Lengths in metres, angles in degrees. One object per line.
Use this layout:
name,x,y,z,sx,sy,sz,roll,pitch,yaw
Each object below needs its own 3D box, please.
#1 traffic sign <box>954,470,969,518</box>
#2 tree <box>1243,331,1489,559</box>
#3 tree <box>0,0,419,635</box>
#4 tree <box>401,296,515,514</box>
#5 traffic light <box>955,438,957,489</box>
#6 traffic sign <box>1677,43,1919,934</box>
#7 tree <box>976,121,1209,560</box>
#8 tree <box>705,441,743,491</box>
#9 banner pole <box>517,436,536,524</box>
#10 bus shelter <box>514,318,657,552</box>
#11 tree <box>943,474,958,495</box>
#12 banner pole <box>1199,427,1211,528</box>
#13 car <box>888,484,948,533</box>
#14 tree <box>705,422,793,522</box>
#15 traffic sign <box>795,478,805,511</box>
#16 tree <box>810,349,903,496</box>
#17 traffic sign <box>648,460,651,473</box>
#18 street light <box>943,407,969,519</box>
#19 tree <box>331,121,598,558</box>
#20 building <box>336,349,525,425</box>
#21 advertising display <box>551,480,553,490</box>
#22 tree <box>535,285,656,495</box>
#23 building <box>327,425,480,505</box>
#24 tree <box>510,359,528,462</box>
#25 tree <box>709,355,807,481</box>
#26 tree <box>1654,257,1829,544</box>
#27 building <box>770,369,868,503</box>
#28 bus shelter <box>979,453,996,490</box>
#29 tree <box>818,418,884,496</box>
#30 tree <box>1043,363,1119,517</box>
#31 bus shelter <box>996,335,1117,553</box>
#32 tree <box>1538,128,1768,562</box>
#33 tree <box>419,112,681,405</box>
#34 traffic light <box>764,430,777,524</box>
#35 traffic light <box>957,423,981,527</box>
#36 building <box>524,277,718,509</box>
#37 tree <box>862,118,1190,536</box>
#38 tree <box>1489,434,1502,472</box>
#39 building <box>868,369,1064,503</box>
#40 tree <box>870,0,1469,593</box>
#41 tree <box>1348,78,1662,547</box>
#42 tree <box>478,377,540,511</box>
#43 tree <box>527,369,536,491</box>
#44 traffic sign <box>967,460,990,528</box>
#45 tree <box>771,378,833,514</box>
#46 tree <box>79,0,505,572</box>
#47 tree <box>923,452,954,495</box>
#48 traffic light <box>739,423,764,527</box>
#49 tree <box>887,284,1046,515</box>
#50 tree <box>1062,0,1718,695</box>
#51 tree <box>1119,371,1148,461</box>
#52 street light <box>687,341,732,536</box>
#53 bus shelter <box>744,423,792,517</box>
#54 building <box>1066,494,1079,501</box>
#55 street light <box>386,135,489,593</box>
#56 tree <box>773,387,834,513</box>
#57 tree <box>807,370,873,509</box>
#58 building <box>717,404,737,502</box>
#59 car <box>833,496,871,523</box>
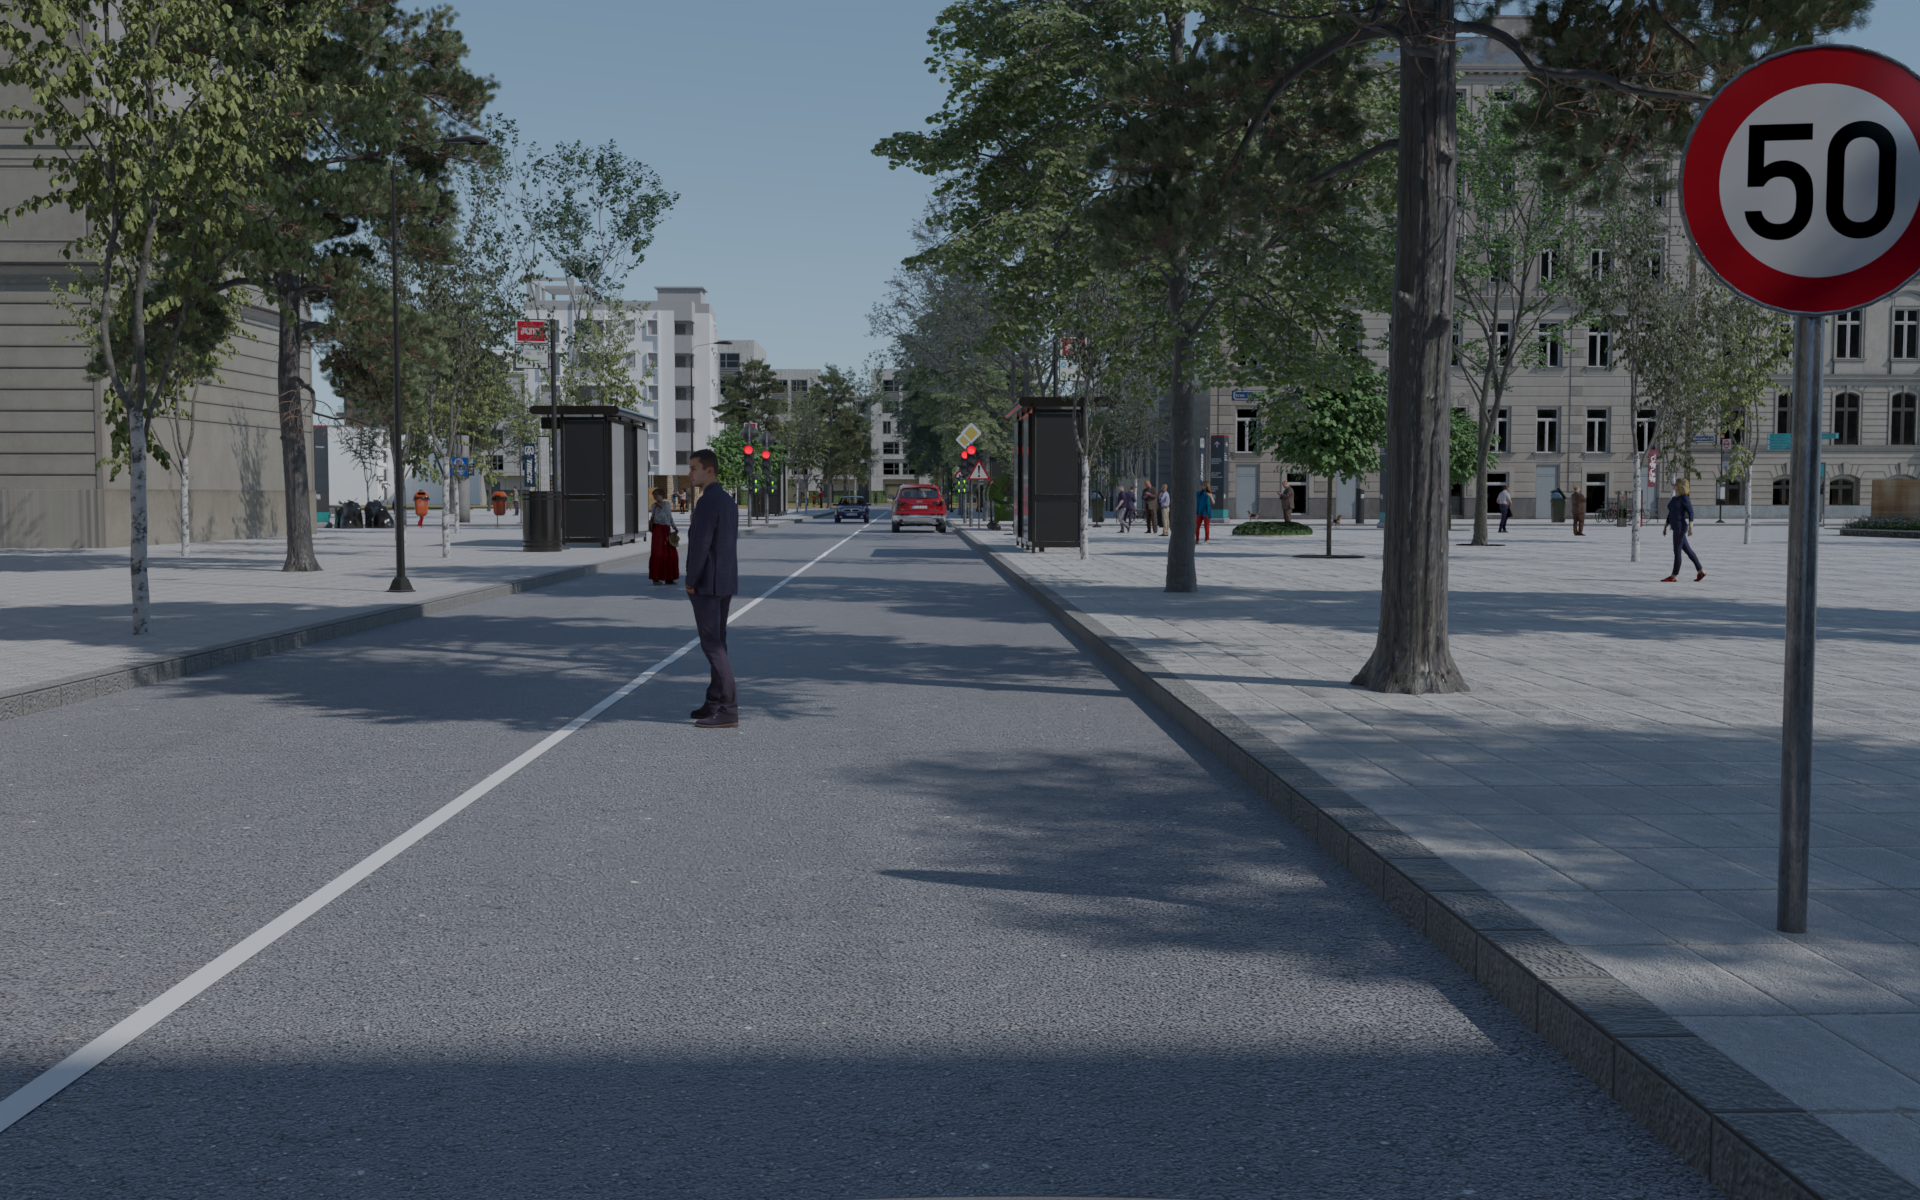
traffic sign,0.092,-5.577,91.297,0.768,2.556,0.104,0,4,7
tree,7.545,-3.132,34.917,4.285,4.588,4.351,0,3,0
tree,-7.338,-4.001,15.785,4.737,8.622,4.395,0,3,0
tree,-32.093,-12.370,109.677,7.806,13.903,7.818,0,3,0
traffic light,0.195,-5.266,75.341,0.839,4.213,0.868,0,4,-2
traffic sign,2.446,-0.300,5.015,0.768,2.556,0.104,1,4,8
tree,2.673,-5.097,33.702,4.360,8.622,3.978,0,3,0
tree,-8.887,-4.182,62.970,1.663,3.219,1.824,0,3,0
banner pole,-18.800,-5.199,75.025,0.863,3.779,0.401,-2,4,-24
bus shelter,-9.160,-3.961,42.399,2.179,5.291,8.768,0,4,-1
tree,-0.975,-9.263,146.048,1.663,3.219,1.824,0,3,0
banner pole,9.119,-4.576,64.837,0.401,3.779,0.863,2,4,30
car,-1.586,-3.487,65.692,2.281,1.827,5.304,0,4,-2
tree,-10.190,-5.807,78.664,4.285,4.588,4.351,0,3,0
traffic sign,-12.222,-8.092,132.314,0.884,2.594,0.081,1,4,8
tree,-12.237,-22.555,224.666,12.611,20.169,13.585,0,3,0
traffic sign,-10.283,-3.384,55.438,0.768,2.556,0.104,0,4,6
street light,-0.258,-7.180,89.939,1.470,5.913,1.316,0,4,-2
tree,-10.292,-5.176,34.982,4.360,8.622,3.978,0,3,0
building,-72.725,-25.276,257.236,32.646,21.610,27.936,0,4,-2
advertising display,-18.527,-4.450,77.969,0.123,1.923,0.974,1,4,18
tree,-12.712,-6.794,61.441,4.737,8.622,4.395,0,3,0
building,-69.418,-16.410,210.455,28.070,9.664,9.099,0,4,-2
tree,-15.203,-5.927,47.269,4.737,8.622,4.395,0,3,0
tree,-16.155,-13.105,136.316,6.751,12.117,7.091,0,3,0
tree,19.936,-5.738,44.183,4.737,8.622,4.395,0,3,0
building,-28.545,-23.657,253.241,31.486,18.905,16.747,0,4,-2
bus shelter,2.195,-7.080,93.391,2.179,5.291,8.768,0,4,-2
tree,-12.384,-15.761,192.098,8.767,10.594,7.601,-2,4,-33
tree,5.920,-8.708,92.739,4.737,8.622,4.395,0,3,0
bus shelter,2.231,-3.911,41.573,2.179,5.291,8.768,0,4,-2
tree,12.953,-5.014,32.347,4.360,8.622,3.978,0,3,0
tree,-20.823,-14.147,87.189,12.611,20.169,13.585,0,3,0
traffic light,-8.363,-5.251,75.095,0.839,4.213,0.868,0,4,-2
traffic light,0.411,-4.778,67.359,0.839,4.213,0.868,0,4,-2
building,-29.833,-18.302,155.655,16.016,20.091,11.380,0,4,-2
tree,2.089,-8.772,53.785,12.009,13.543,11.850,0,3,0
tree,17.227,-4.726,60.991,4.285,4.588,4.351,0,3,0
building,2.937,-23.690,253.795,31.486,18.905,16.747,0,4,-2
tree,2.683,-6.401,22.782,7.486,12.596,7.792,0,3,0
tree,13.050,-7.141,42.513,9.928,11.665,9.643,0,3,0
tree,-34.574,-11.842,128.023,7.601,10.594,8.767,0,4,-2
tree,-16.355,-6.467,56.097,4.737,8.622,4.395,0,3,0
traffic sign,0.713,-3.973,64.966,0.884,2.594,0.081,0,4,2
tree,-9.831,-9.718,109.250,4.360,8.622,3.978,0,3,0
tree,-11.055,-6.508,28.454,6.751,12.117,7.091,0,3,0
tree,-2.066,-14.601,189.090,4.737,8.622,4.395,0,3,0
traffic light,-8.147,-4.763,67.112,0.839,4.213,0.868,0,4,-2
tree,0.282,-12.181,105.807,9.857,13.997,8.962,0,3,0
tree,2.761,-6.322,10.783,7.806,13.903,7.818,0,3,0
tree,8.566,-9.040,98.172,4.737,8.622,4.395,0,3,0
street light,-7.586,-4.893,52.545,1.470,5.913,1.316,0,4,-2
bus shelter,-11.111,-7.480,99.927,2.179,5.291,8.768,0,4,-2
building,12.627,-15.928,202.567,9.099,9.664,28.070,0,4,-2
street light,-6.788,-3.058,22.539,1.470,5.913,1.316,0,4,-2
tree,-11.077,-10.339,119.410,4.737,8.622,4.395,0,3,0
tree,-11.436,-14.070,152.106,6.751,12.117,7.091,0,3,0
building,-27.090,-14.305,176.035,9.099,9.664,28.070,0,4,-2
car,-5.452,-4.586,87.563,1.945,1.354,3.894,0,4,-2
